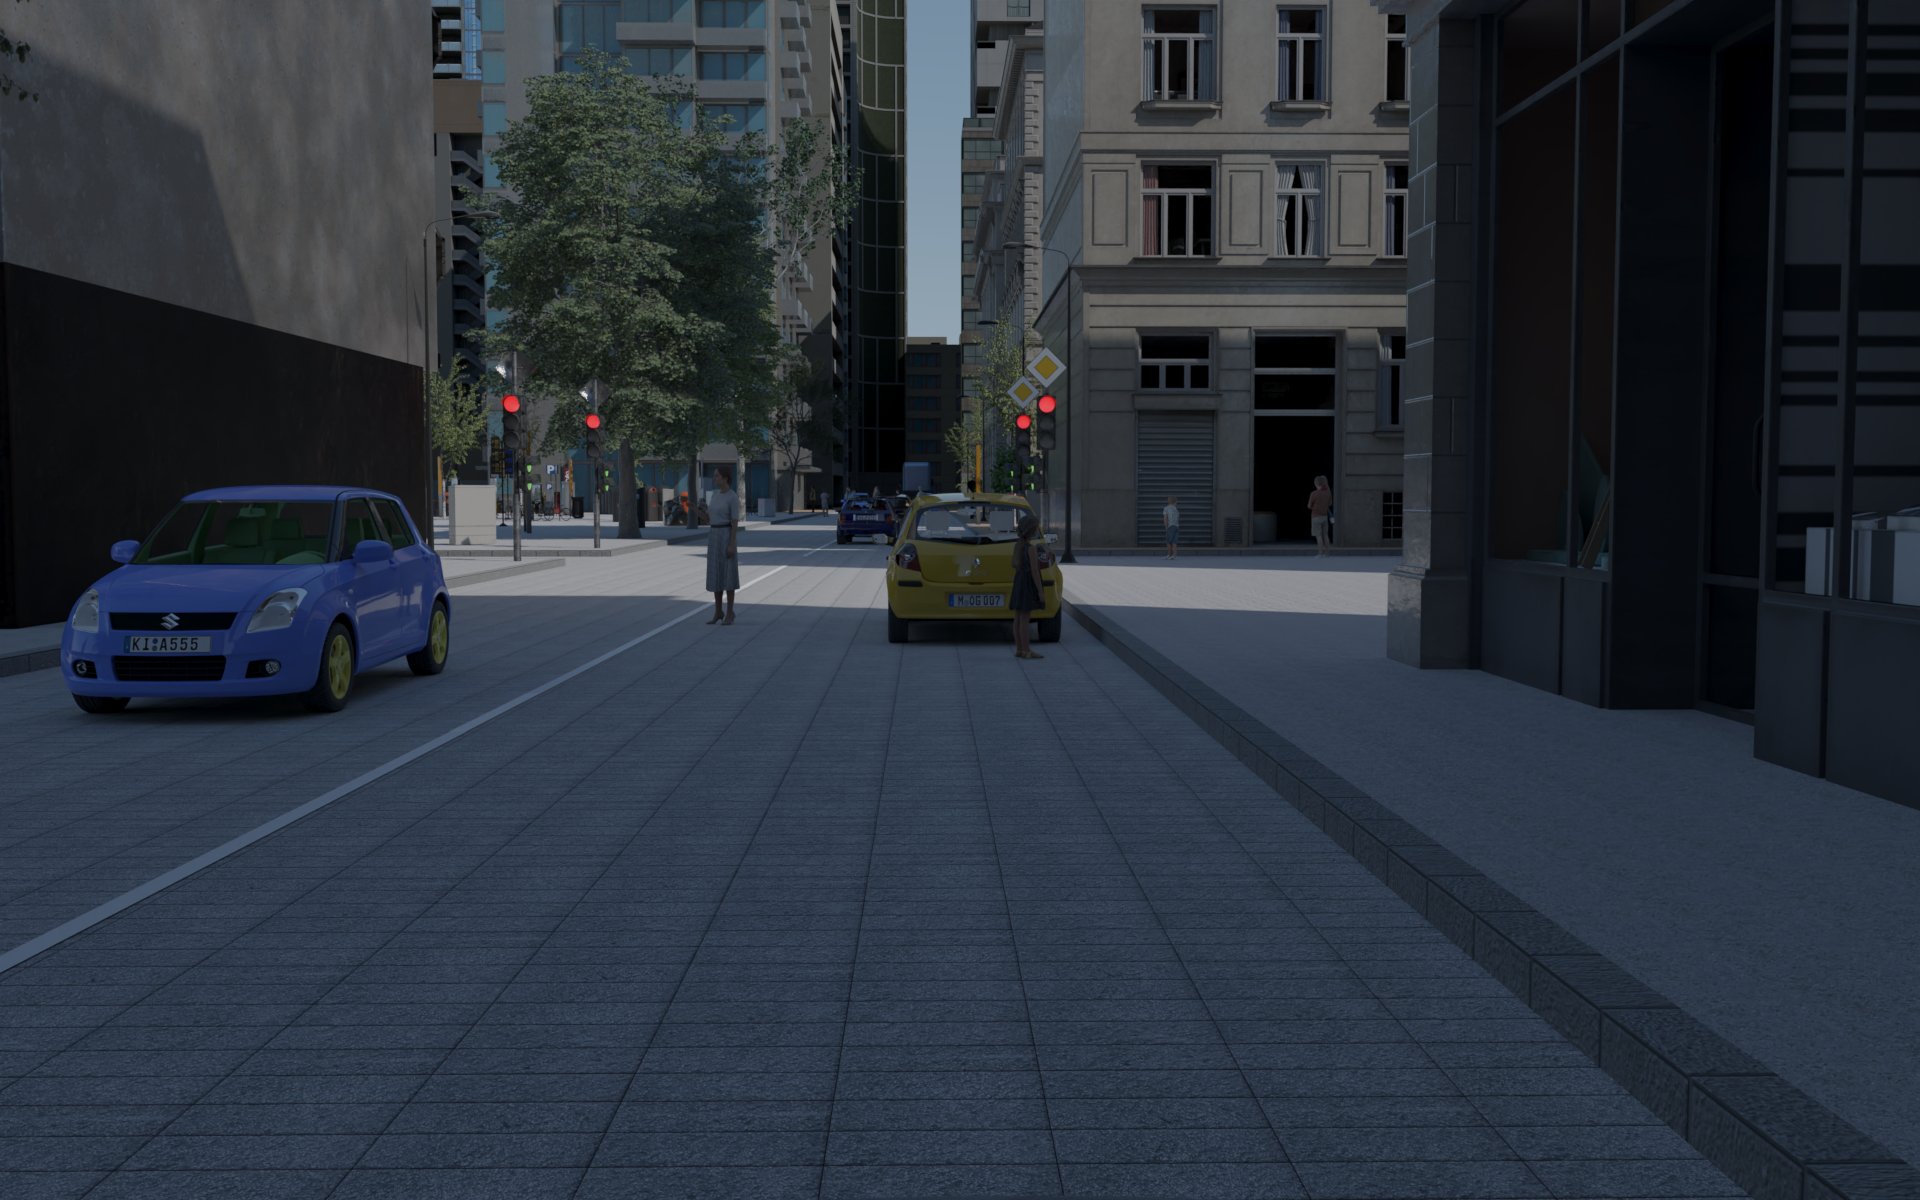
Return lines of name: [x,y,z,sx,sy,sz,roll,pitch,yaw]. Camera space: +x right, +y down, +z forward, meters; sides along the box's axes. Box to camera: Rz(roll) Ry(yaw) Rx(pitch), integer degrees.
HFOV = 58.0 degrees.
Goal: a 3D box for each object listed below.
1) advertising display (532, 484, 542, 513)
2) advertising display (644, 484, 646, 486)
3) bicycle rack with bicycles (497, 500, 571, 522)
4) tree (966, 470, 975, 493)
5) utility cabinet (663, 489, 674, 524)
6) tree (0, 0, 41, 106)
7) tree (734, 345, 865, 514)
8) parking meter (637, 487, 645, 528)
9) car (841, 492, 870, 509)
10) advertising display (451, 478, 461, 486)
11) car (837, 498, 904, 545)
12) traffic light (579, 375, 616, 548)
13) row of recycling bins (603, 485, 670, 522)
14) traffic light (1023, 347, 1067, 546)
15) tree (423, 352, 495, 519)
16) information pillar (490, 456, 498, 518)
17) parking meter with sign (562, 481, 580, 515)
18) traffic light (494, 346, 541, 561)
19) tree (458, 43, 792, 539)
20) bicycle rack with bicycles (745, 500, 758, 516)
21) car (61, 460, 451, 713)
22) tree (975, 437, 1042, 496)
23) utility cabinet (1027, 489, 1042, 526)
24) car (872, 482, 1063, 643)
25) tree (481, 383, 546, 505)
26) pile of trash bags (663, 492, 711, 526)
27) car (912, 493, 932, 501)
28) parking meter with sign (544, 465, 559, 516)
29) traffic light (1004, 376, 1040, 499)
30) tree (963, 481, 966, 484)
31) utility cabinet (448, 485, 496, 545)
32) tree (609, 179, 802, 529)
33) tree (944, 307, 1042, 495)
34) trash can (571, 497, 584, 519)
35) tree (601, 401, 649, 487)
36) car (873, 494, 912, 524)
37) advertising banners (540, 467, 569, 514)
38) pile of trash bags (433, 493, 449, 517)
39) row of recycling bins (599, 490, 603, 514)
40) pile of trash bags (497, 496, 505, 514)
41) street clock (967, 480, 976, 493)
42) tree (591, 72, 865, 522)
advertising display: [-27.926,-6.674,114.330,0.974,1.923,0.123,3,5,41]
advertising display: [-19.367,-6.195,106.502,0.123,1.923,0.974,-1,4,-10]
bicycle rack with bicycles: [-20.345,-4.220,82.371,2.925,0.926,2.852,2,4,31]
tree: [1.507,-4.138,62.254,1.663,3.219,1.824,0,3,0]
utility cabinet: [-12.515,-4.019,74.387,0.318,1.500,1.173,0,4,-1]
tree: [-8.603,-3.799,12.472,4.360,8.622,3.978,0,3,0]
tree: [-10.490,-10.672,108.897,8.767,10.594,7.601,-3,5,-40]
parking meter: [-12.069,-3.483,65.355,0.372,1.533,0.369,0,3,0]
car: [-5.924,-5.571,100.675,1.945,1.707,3.694,0,4,1]
advertising display: [-19.908,-3.865,68.408,0.123,1.923,0.974,-2,4,-32]
car: [-2.627,-2.319,50.497,1.945,1.354,3.894,0,4,1]
traffic light: [-8.585,-3.181,40.937,0.839,4.253,0.868,0,4,-1]
row of recycling bins: [-14.775,-4.481,80.376,1.069,1.692,3.534,2,4,33]
traffic light: [1.626,-2.706,33.160,0.839,4.253,0.868,0,4,-1]
tree: [-26.200,-8.452,88.546,4.737,8.622,4.395,0,3,0]
information pillar: [-24.771,-6.152,91.939,0.183,3.616,0.504,1,4,19]
parking meter with sign: [-23.578,-6.612,104.366,1.738,3.016,0.543,-3,4,-39]
traffic light: [-8.433,-2.693,32.953,0.839,4.253,0.868,0,4,-1]
tree: [-9.582,-8.748,49.681,9.857,13.997,8.962,0,3,0]
bicycle rack with bicycles: [-13.703,-5.543,104.006,2.852,0.926,2.925,-3,4,-36]
car: [-4.933,-0.176,12.469,1.945,1.707,3.694,0,4,-1]
tree: [1.785,-3.897,58.320,1.663,3.219,1.824,0,3,0]
utility cabinet: [3.093,-3.418,64.556,1.173,1.500,0.318,1,4,10]
car: [0.082,-0.484,18.138,2.015,1.641,3.980,0,4,-2]
tree: [-27.770,-9.691,108.807,4.360,8.622,3.978,0,3,0]
pile of trash bags: [-11.162,-3.726,70.671,1.912,1.369,3.447,-1,4,-13]
car: [-2.494,-6.975,123.632,1.945,1.707,3.694,0,4,-1]
parking meter with sign: [-24.336,-6.509,102.684,0.543,3.016,1.738,0,4,-7]
traffic light: [1.474,-3.194,41.144,0.839,4.253,0.868,0,4,-1]
tree: [1.190,-7.766,121.572,1.663,3.219,1.824,0,3,0]
utility cabinet: [-12.272,-2.134,43.573,0.318,1.500,1.173,3,5,41]
tree: [-9.432,-8.869,63.133,7.486,12.596,7.792,0,3,0]
tree: [2.388,-7.255,68.985,4.737,8.622,4.395,0,3,0]
trash can: [-19.964,-4.823,90.511,0.748,1.137,0.748,0,3,0]
tree: [-19.010,-9.047,98.283,4.737,8.622,4.395,0,3,0]
car: [-2.330,-3.001,58.845,2.009,1.686,4.222,0,4,-2]
advertising banners: [-26.420,-7.162,113.290,2.074,3.025,0.090,-1,4,-17]
pile of trash bags: [-29.652,-5.404,98.114,1.912,1.369,3.447,1,4,9]
row of recycling bins: [-21.986,-6.206,108.585,1.069,1.692,3.534,-2,4,-28]
pile of trash bags: [-31.368,-6.404,114.458,1.912,1.369,3.447,-2,4,-31]
street clock: [0.622,-5.202,89.620,0.471,2.002,0.358,0,4,5]
tree: [-11.652,-13.712,80.072,12.611,20.169,13.585,0,3,0]
